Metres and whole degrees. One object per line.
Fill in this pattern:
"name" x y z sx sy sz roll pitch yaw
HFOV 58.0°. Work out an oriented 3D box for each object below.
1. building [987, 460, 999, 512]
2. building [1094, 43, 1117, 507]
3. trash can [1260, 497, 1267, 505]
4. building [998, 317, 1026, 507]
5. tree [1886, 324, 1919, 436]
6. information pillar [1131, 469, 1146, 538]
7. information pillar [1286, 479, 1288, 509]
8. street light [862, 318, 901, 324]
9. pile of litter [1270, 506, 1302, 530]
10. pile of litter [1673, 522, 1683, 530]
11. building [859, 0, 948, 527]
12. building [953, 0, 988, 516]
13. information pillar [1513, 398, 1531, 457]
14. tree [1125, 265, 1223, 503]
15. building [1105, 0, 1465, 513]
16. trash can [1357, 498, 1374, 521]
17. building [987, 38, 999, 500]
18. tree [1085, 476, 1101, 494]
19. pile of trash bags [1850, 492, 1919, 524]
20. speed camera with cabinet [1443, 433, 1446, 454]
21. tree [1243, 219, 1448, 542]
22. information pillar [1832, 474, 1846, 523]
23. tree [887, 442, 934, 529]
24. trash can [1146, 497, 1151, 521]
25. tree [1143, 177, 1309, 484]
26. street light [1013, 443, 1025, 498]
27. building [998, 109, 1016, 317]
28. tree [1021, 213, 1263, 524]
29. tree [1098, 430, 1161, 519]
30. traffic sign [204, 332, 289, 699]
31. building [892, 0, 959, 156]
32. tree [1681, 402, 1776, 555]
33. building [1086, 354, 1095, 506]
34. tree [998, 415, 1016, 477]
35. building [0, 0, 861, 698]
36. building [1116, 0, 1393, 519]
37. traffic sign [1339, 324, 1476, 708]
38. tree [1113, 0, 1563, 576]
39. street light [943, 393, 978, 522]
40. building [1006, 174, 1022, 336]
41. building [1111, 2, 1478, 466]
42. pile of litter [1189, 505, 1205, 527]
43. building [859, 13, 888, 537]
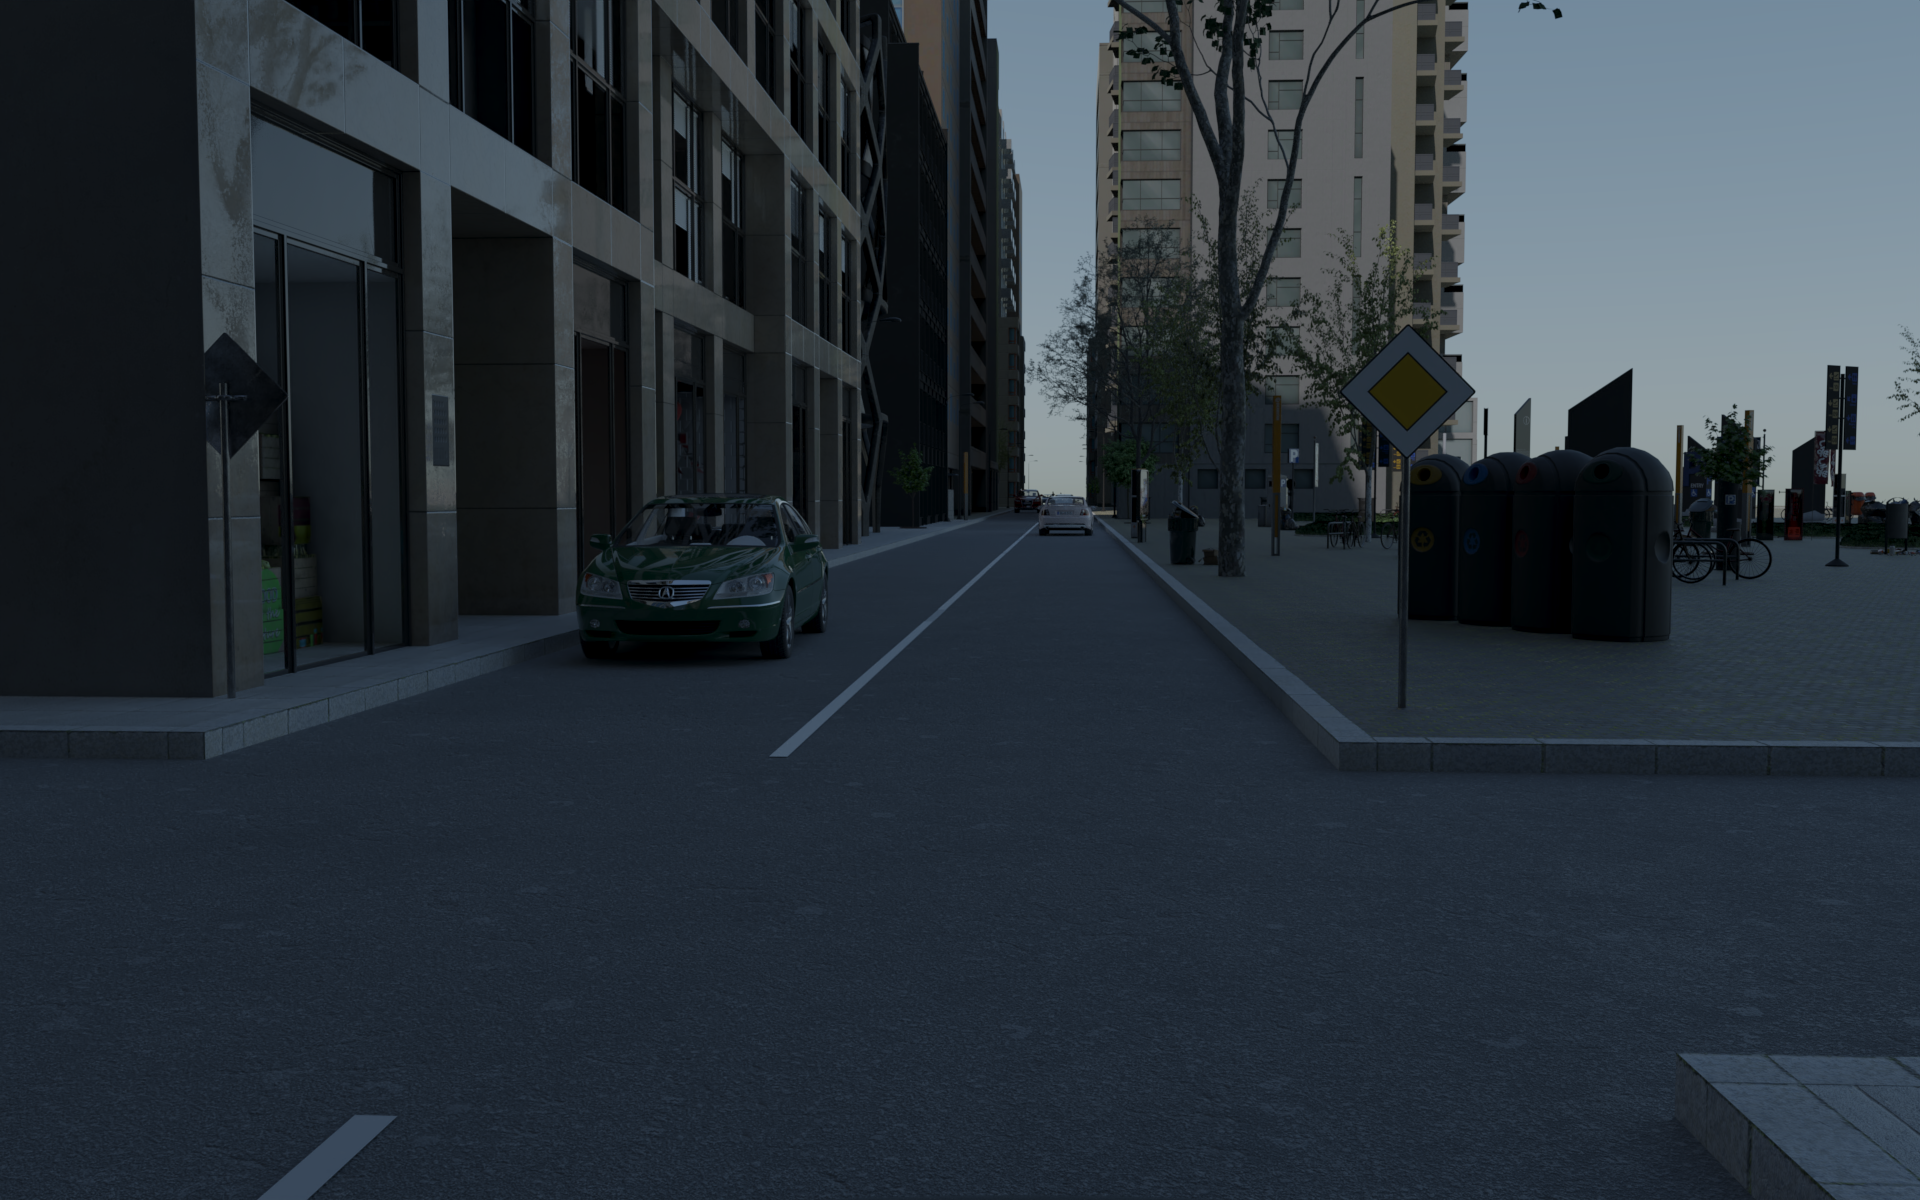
"building" -7.408 -42.471 132.656 20.563 71.187 20.611 0 4 4
"building" 24.820 -33.973 179.154 21.300 48.544 21.600 0 4 4
"trash can" 14.840 -4.406 83.695 0.748 1.137 0.748 0 3 0
"building" -7.222 -20.766 184.563 27.650 21.520 28.899 0 4 4
"tree" 34.200 -6.641 58.937 4.737 8.622 4.395 0 3 0
"information pillar" 5.163 -2.794 50.171 0.304 2.012 0.304 -2 4 -35
"information pillar" 15.526 -4.806 83.066 0.304 2.012 0.304 2 4 29
"street light" -2.249 -4.477 45.741 1.470 5.913 1.316 0 4 4
"pile of litter" 11.756 -2.917 61.659 1.176 0.858 1.719 -1 4 -12
"pile of litter" 24.345 -2.822 60.107 1.719 0.858 1.176 0 4 4
"building" -7.223 -15.008 75.051 12.332 23.373 15.834 0 4 4
"building" -9.372 -29.863 111.962 21.300 48.544 21.600 0 4 4
"information pillar" 13.663 -3.105 42.120 0.504 3.616 0.183 -2 4 -26
"tree" 7.472 -6.511 56.812 4.737 8.622 4.395 0 3 0
"building" 21.147 -28.297 117.278 22.147 44.769 28.867 0 4 4
"trash can" 15.479 -3.319 65.918 0.748 1.137 0.748 0 3 0
"building" -3.905 -28.607 151.320 14.154 41.232 14.086 0 4 4
"tree" 13.278 -10.666 168.997 1.663 3.219 1.824 0 3 0
"pile of trash bags" 39.476 -3.949 74.320 1.912 1.369 3.447 1 4 10
"speed camera with cabinet" 16.223 -3.831 56.976 2.038 3.252 0.660 -2 4 -34
"tree" 10.708 -5.861 46.188 4.737 8.622 4.395 0 3 0
"information pillar" 31.445 -3.514 61.951 0.304 2.012 0.304 -2 4 -28
"tree" -1.671 -4.272 64.442 1.663 3.219 1.824 0 3 0
"trash can" 8.687 -4.296 81.892 0.748 1.137 0.748 0 3 0
"tree" 6.283 -5.553 41.146 4.360 8.622 3.978 0 3 0
"street light" 4.899 -11.270 156.802 1.470 5.913 1.316 0 4 4
"building" -4.528 -36.307 213.234 23.786 49.044 30.456 0 4 4
"tree" 7.873 -10.072 75.043 12.009 13.543 11.850 0 3 0
"tree" 8.690 -6.416 88.614 4.285 4.588 4.351 0 3 0
"traffic sign" -4.575 -0.439 10.821 0.795 2.450 0.064 0 4 4
"building" -7.368 -27.109 93.335 14.600 45.320 14.200 0 4 4
"tree" 16.385 -2.566 36.559 1.663 3.219 1.824 0 3 0
"building" 28.938 -22.028 205.195 27.650 21.520 28.899 0 4 4
"tree" 3.367 -12.931 161.788 4.737 8.622 4.395 0 3 0
"building" -13.211 -13.647 27.649 19.350 26.468 34.151 0 4 4
"building" 15.796 -19.869 96.563 14.160 30.474 14.107 0 4 4
"traffic sign" 2.653 -0.410 10.342 0.795 2.450 0.064 0 4 4
"tree" 3.390 -10.362 25.303 12.611 20.169 13.585 0 3 0
"street light" -0.059 -6.571 79.982 1.470 5.913 1.316 0 4 4
"building" 1.368 -35.853 236.308 14.600 45.320 14.200 0 4 4
"building" 26.578 -34.044 145.864 28.713 52.752 27.495 0 4 4
"pile of litter" 8.915 -3.303 67.961 1.719 0.858 1.176 -2 4 -29
"building" -10.802 -11.379 53.499 16.820 18.784 16.811 0 4 4
